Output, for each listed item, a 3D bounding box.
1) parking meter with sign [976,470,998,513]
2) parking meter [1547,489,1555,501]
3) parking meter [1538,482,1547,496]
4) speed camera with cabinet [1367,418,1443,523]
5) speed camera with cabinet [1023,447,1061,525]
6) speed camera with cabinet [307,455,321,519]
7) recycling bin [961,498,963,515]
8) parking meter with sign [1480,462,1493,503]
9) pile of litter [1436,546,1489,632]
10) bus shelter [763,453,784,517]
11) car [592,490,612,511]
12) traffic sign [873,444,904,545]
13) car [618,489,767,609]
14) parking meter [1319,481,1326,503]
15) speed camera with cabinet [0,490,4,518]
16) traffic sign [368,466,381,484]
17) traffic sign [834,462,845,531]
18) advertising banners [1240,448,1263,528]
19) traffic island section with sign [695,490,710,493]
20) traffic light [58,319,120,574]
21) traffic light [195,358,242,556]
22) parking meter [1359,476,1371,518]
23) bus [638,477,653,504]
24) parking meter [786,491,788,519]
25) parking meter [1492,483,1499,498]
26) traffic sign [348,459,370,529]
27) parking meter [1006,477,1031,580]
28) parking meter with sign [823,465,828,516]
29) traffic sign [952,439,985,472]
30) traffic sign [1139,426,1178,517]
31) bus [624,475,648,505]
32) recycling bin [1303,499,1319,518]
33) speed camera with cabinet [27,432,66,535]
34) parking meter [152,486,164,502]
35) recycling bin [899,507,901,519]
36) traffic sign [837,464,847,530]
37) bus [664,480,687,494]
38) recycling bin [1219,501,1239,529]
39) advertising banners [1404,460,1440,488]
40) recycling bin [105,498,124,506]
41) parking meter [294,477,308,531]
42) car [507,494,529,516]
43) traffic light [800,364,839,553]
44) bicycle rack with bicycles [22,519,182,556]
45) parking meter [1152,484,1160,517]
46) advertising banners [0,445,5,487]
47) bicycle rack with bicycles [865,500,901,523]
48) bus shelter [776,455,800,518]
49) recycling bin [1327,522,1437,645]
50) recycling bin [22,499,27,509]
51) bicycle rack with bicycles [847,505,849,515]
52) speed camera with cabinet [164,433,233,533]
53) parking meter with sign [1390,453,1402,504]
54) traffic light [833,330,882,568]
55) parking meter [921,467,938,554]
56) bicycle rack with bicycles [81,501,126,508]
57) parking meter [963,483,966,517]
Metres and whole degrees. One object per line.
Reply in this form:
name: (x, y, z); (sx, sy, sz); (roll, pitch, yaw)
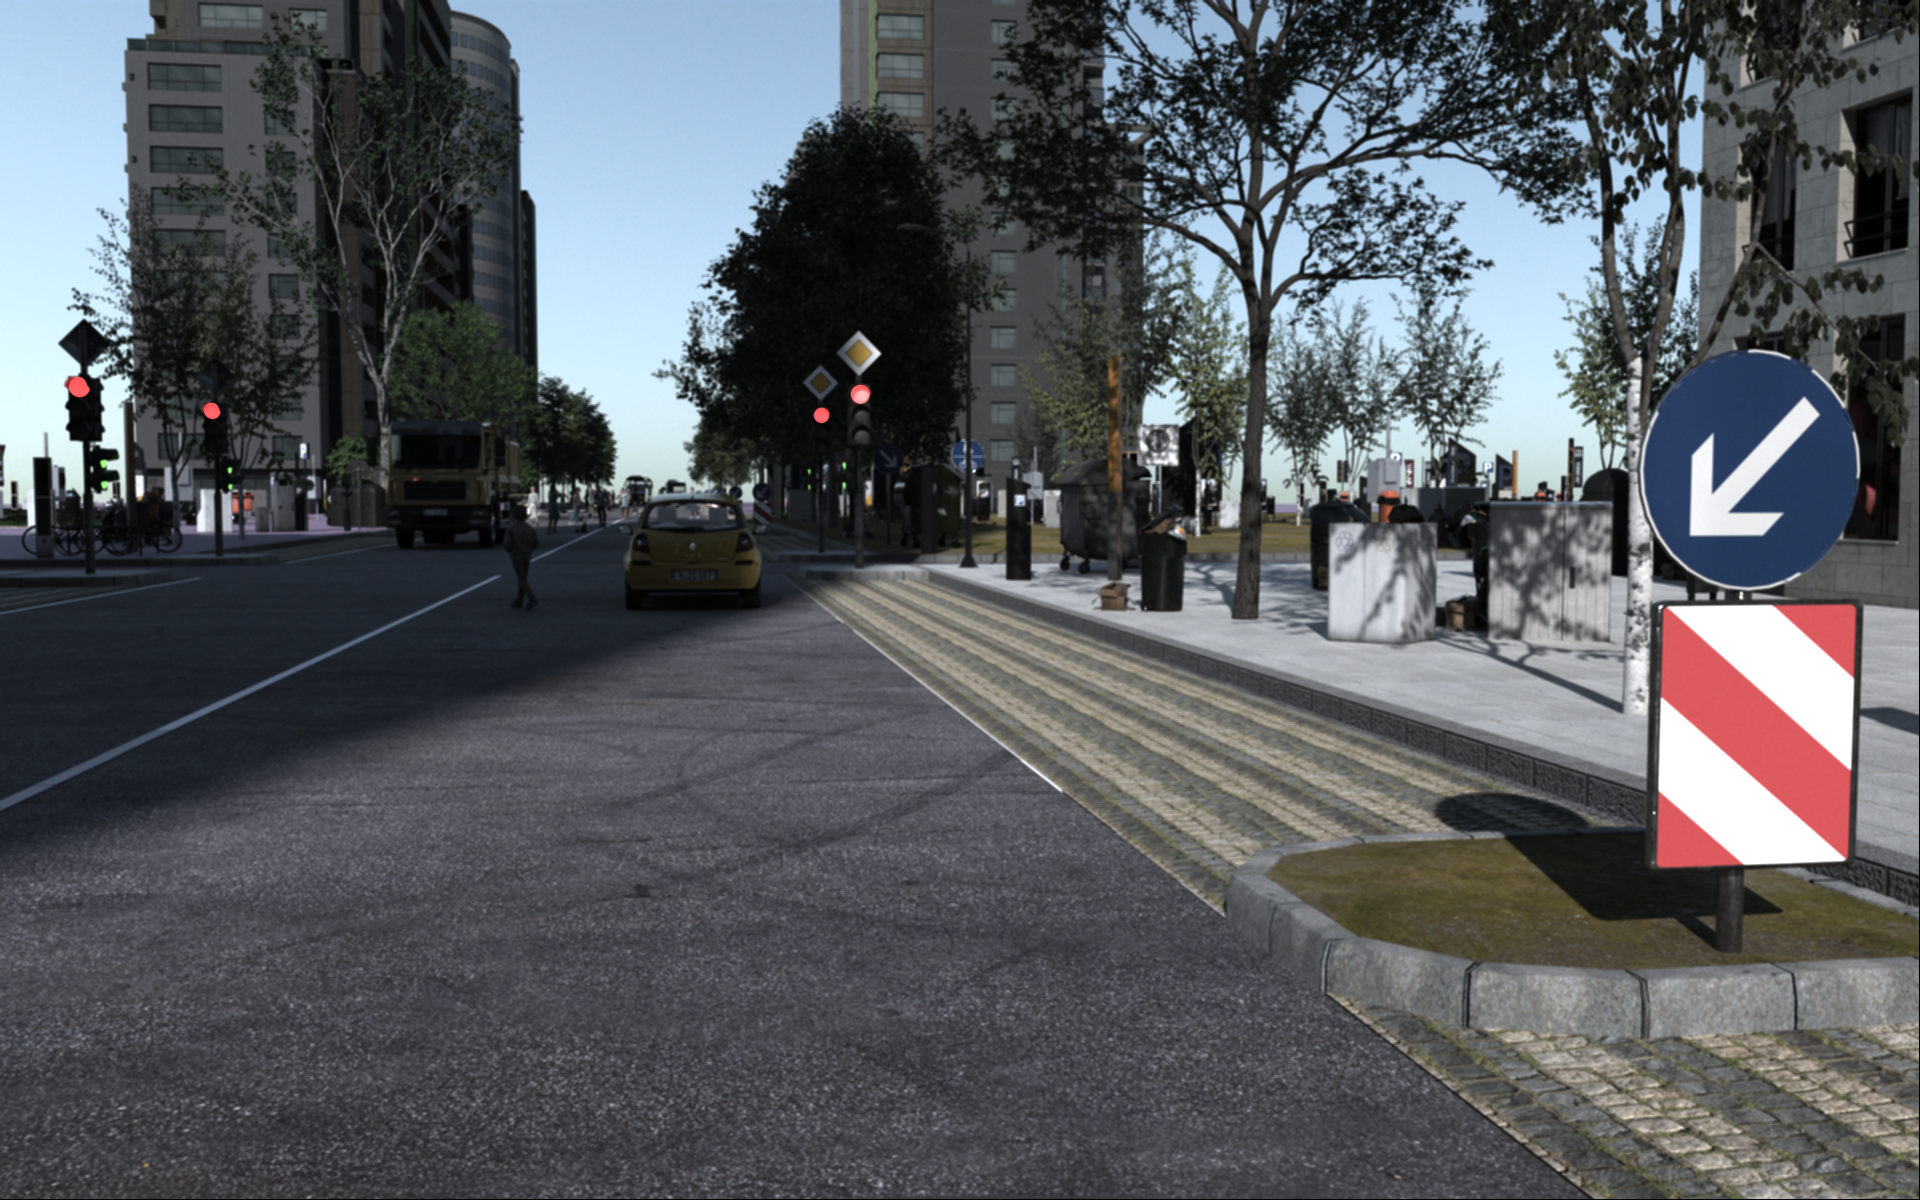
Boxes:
parking meter with sign: (1.939, -7.239, 114.620); (1.738, 3.016, 0.543); (1, 4, 18)
parking meter: (29.278, -4.749, 86.055); (0.372, 1.533, 0.369); (0, 3, 0)
parking meter: (27.258, -4.610, 81.078); (0.399, 1.863, 0.255); (-2, 4, -34)
speed camera with cabinet: (11.655, -3.118, 45.316); (2.038, 3.252, 0.660); (-1, 4, -22)
speed camera with cabinet: (3.624, -4.800, 72.821); (2.038, 3.252, 0.660); (-2, 4, -32)
speed camera with cabinet: (-33.417, -5.708, 87.662); (2.038, 3.252, 0.660); (1, 4, 10)
recycling bin: (0.509, -5.628, 104.580); (0.722, 1.027, 0.722); (-3, 4, -37)
parking meter with sign: (28.678, -6.016, 94.618); (0.543, 3.016, 1.738); (2, 4, 27)
pile of litter: (4.969, -0.176, 16.850); (1.176, 0.858, 1.719); (2, 4, 26)
bus shelter: (-10.666, -6.745, 101.570); (1.731, 3.624, 6.357); (-1, 4, -9)
car: (-31.564, -8.737, 151.523); (2.281, 1.827, 5.304); (-1, 4, -9)
traffic sign: (-1.807, -2.668, 43.732); (0.768, 2.556, 0.104); (0, 4, 0)
car: (-3.554, -0.785, 23.057); (2.015, 1.641, 3.980); (-1, 4, -9)
parking meter: (16.117, -4.357, 76.950); (0.255, 1.863, 0.399); (0, 4, 5)
speed camera with cabinet: (-44.307, -5.135, 78.295); (0.660, 3.252, 2.038); (1, 4, 15)
traffic sign: (-26.278, -4.765, 78.016); (0.768, 2.556, 0.104); (0, 4, -3)
traffic sign: (-3.983, -3.660, 59.944); (0.768, 2.556, 0.104); (0, 4, -4)
advertising banners: (10.918, -4.194, 64.764); (0.090, 3.025, 2.074); (2, 4, 32)
traffic island section with sign: (-23.858, -9.447, 163.086); (1.989, 1.847, 2.006); (-1, 4, -9)
traffic light: (-14.005, -2.379, 27.810); (0.839, 4.253, 0.868); (-1, 4, -9)
traffic light: (-15.295, -2.861, 35.690); (0.839, 4.253, 0.868); (-1, 4, -9)
parking meter: (13.075, -3.063, 55.795); (0.399, 1.863, 0.255); (0, 4, 6)
bus: (-45.576, -15.754, 249.124); (2.896, 3.916, 12.252); (-1, 4, -9)
parking meter: (-8.714, -4.914, 88.749); (0.372, 1.533, 0.369); (0, 3, 0)
parking meter: (27.983, -5.191, 90.592); (0.255, 1.863, 0.399); (0, 4, 1)
traffic sign: (-21.757, -3.829, 62.702); (0.768, 2.556, 0.104); (0, 4, -4)
parking meter: (0.877, -1.070, 25.899); (0.372, 1.533, 0.369); (0, 3, 0)
parking meter with sign: (-8.149, -6.577, 103.795); (0.543, 3.016, 1.738); (-1, 4, -13)
traffic sign: (0.185, -2.459, 40.317); (0.768, 2.556, 0.104); (0, 4, -3)
traffic sign: (2.903, -1.429, 25.487); (0.606, 2.300, 0.079); (0, 4, -5)
bus: (-43.251, -14.705, 231.965); (2.896, 3.916, 12.252); (-1, 4, -8)
recycling bin: (19.106, -4.986, 94.080); (0.722, 1.027, 0.722); (-1, 4, -19)
speed camera with cabinet: (-29.037, -3.713, 55.050); (0.660, 3.252, 2.038); (-1, 4, -11)
parking meter: (-26.737, -3.019, 57.778); (0.372, 1.533, 0.369); (0, 3, 0)
recycling bin: (-2.926, -4.808, 91.160); (0.722, 1.027, 0.722); (0, 4, -3)
traffic sign: (-3.805, -3.399, 57.709); (0.606, 2.300, 0.079); (0, 4, -5)
bus: (-37.332, -14.211, 227.208); (2.948, 3.499, 13.247); (-1, 4, -11)
recycling bin: (9.905, -3.133, 63.780); (0.722, 1.027, 0.722); (0, 4, 7)
advertising banners: (23.531, -5.615, 87.999); (2.074, 3.025, 0.090); (0, 4, -7)
recycling bin: (-49.177, -5.395, 100.766); (0.722, 1.027, 0.722); (0, 4, 7)
parking meter: (-22.963, -3.341, 60.343); (0.399, 1.863, 0.255); (1, 4, 12)
car: (-25.894, -5.593, 101.670); (2.015, 1.641, 3.980); (-1, 4, -10)
traffic light: (-3.049, -2.984, 37.704); (0.839, 4.253, 0.868); (-1, 4, -9)
bicycle rack with bicycles: (-18.196, -1.415, 36.516); (2.925, 0.926, 2.852); (-1, 4, -13)
parking meter: (10.850, -5.512, 95.834); (0.399, 1.863, 0.255); (1, 4, 17)
advertising banners: (-34.246, -3.941, 60.628); (0.090, 3.025, 2.074); (1, 4, 20)
bicycle rack with bicycles: (-2.681, -3.948, 77.925); (2.925, 0.926, 2.852); (-1, 4, -21)
bus shelter: (-8.775, -7.096, 93.647); (2.179, 5.291, 8.768); (-1, 4, -9)
recycling bin: (3.701, -0.160, 15.175); (0.722, 1.027, 0.722); (3, 5, 39)
recycling bin: (-51.849, -5.137, 96.549); (0.722, 1.027, 0.722); (-2, 4, -26)
bicycle rack with bicycles: (-5.535, -5.433, 102.216); (2.925, 0.926, 2.852); (-1, 4, -16)
speed camera with cabinet: (-24.970, -3.821, 56.809); (0.660, 3.252, 2.038); (3, 4, 37)
parking meter with sign: (18.542, -4.740, 73.756); (0.543, 3.016, 1.738); (1, 4, 16)
traffic light: (-1.759, -2.502, 29.823); (0.839, 4.253, 0.868); (-1, 4, -9)
parking meter: (-0.654, -1.929, 37.247); (0.255, 1.863, 0.399); (1, 4, 22)
bicycle rack with bicycles: (-43.258, -4.593, 88.481); (2.925, 0.926, 2.852); (1, 4, 12)
parking meter: (0.387, -5.471, 95.155); (0.255, 1.863, 0.399); (2, 4, 34)
